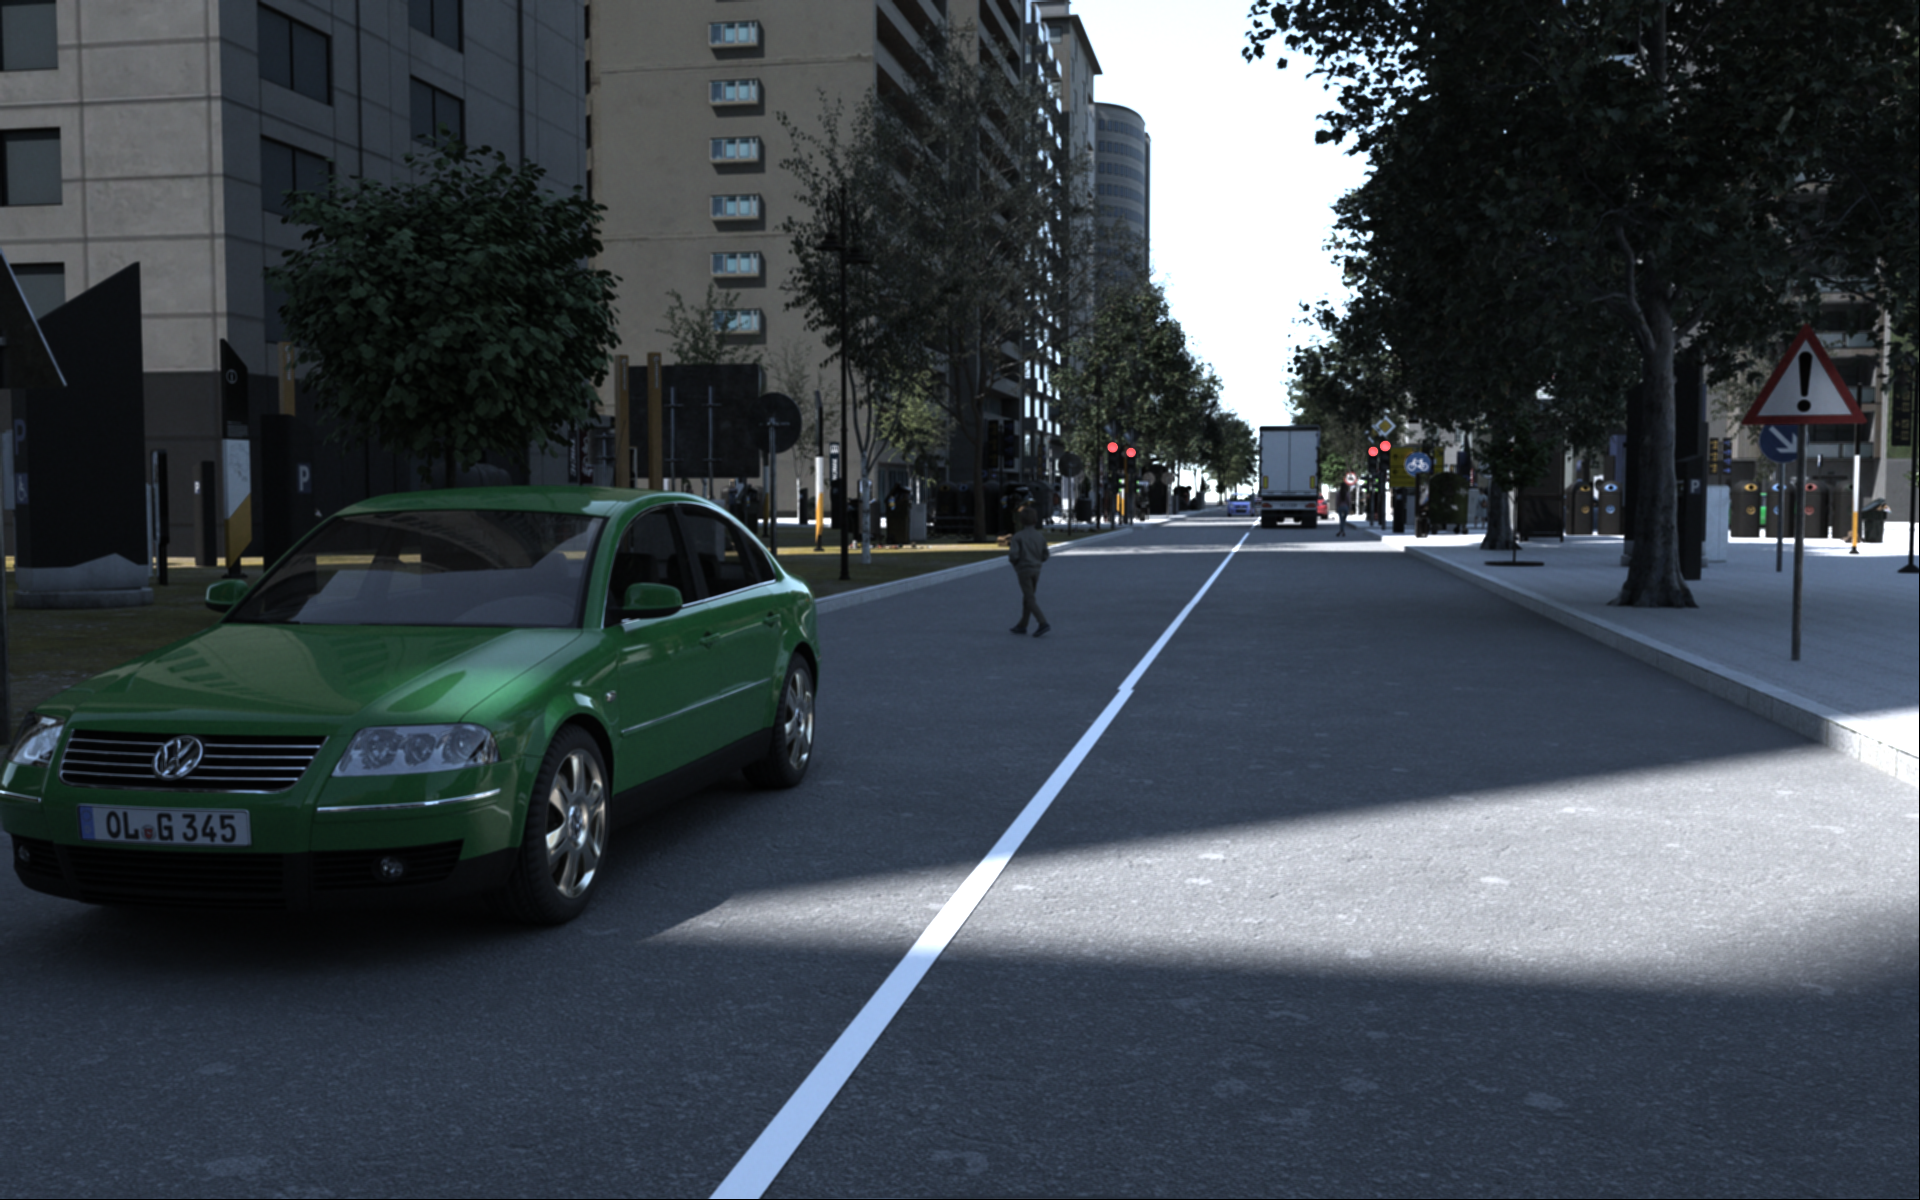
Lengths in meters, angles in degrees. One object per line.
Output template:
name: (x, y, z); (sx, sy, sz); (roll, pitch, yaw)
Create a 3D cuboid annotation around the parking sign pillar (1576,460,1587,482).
parking sign pillar: (35.694, -6.776, 99.254); (1.447, 3.967, 1.447); (2, 4, 35)

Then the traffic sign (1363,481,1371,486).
traffic sign: (27.270, -7.075, 115.674); (0.884, 2.594, 0.081); (1, 4, 12)

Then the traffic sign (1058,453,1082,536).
traffic sign: (3.385, -3.263, 53.456); (0.768, 2.556, 0.104); (1, 4, 13)

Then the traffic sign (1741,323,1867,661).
traffic sign: (6.451, -0.813, 13.294); (0.884, 2.594, 0.081); (1, 4, 14)

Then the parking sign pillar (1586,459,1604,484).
parking sign pillar: (21.862, -4.203, 57.186); (1.447, 3.967, 1.447); (-2, 4, -29)

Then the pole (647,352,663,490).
pole: (-4.404, -1.908, 25.044); (0.158, 3.312, 0.155); (0, 3, 0)

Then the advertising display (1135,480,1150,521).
advertising display: (8.577, -4.660, 81.408); (0.123, 1.923, 0.974); (3, 5, 42)

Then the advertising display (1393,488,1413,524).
advertising display: (18.959, -4.202, 73.919); (0.974, 1.923, 0.123); (-1, 4, -13)

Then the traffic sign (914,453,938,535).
traffic sign: (-1.058, -3.270, 53.570); (0.768, 2.556, 0.104); (1, 4, 12)

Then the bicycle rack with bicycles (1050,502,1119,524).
bicycle rack with bicycles: (5.297, -3.789, 75.327); (2.925, 0.926, 2.852); (1, 4, 18)

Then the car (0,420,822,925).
car: (-1.888, 0.093, 7.277); (1.959, 1.807, 4.718); (1, 4, 10)

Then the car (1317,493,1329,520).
car: (20.026, -5.497, 98.910); (2.155, 1.783, 4.494); (1, 4, 9)

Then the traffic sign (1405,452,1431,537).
traffic sign: (13.775, -3.184, 52.169); (0.768, 2.556, 0.104); (1, 4, 14)

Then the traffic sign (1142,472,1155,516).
traffic sign: (10.931, -6.138, 100.458); (0.768, 2.556, 0.104); (1, 4, 20)

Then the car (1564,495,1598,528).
car: (23.495, -3.244, 65.045); (4.499, 1.417, 2.014); (1, 4, 10)

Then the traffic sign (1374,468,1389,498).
traffic sign: (19.055, -4.804, 78.550); (0.884, 2.594, 0.081); (1, 4, 13)

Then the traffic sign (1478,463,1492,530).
traffic sign: (17.810, -3.559, 58.303); (0.768, 2.556, 0.104); (1, 4, 16)

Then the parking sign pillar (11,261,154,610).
parking sign pillar: (-10.069, -1.917, 19.811); (1.447, 3.967, 1.447); (3, 5, 41)

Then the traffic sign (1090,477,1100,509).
traffic sign: (8.117, -6.228, 103.952); (0.606, 2.300, 0.079); (1, 4, 18)

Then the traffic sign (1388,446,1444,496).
traffic sign: (19.314, -4.861, 73.346); (2.265, 3.308, 0.079); (1, 4, 17)

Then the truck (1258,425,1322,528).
truck: (14.488, -5.331, 76.070); (2.839, 4.237, 11.283); (1, 4, 11)

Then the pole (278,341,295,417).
pole: (-9.030, -1.801, 23.294); (0.158, 3.312, 0.155); (0, 3, 0)

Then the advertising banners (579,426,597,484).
advertising banners: (-10.373, -2.995, 45.153); (2.074, 3.025, 0.090); (1, 4, 17)

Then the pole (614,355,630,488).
pole: (-4.969, -1.937, 25.510); (0.158, 3.312, 0.155); (0, 3, 0)

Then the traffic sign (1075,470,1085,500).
traffic sign: (5.654, -5.113, 83.706); (0.768, 2.556, 0.104); (1, 4, 12)

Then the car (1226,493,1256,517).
car: (17.955, -6.183, 110.678); (1.945, 1.707, 3.694); (1, 4, 9)

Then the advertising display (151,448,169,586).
advertising display: (-11.344, -1.184, 24.571); (0.123, 1.923, 0.974); (-2, 4, -30)

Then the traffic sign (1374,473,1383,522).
traffic sign: (19.495, -4.862, 80.675); (0.795, 2.450, 0.064); (1, 4, 16)

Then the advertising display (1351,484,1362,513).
advertising display: (26.436, -6.777, 116.020); (0.974, 1.923, 0.123); (1, 4, 12)

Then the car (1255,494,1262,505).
car: (34.365, -11.678, 199.974); (2.155, 1.783, 4.494); (1, 4, 10)

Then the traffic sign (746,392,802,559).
traffic sign: (-2.341, -1.321, 21.704); (0.768, 2.556, 0.104); (1, 4, 19)

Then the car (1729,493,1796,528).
car: (28.723, -3.329, 63.232); (4.718, 1.807, 1.959); (1, 4, 8)

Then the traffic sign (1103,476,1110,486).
traffic sign: (9.322, -6.772, 111.912); (0.795, 2.450, 0.064); (1, 4, 11)

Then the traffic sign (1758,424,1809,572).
traffic sign: (13.540, -1.740, 28.552); (0.768, 2.556, 0.104); (1, 4, 11)

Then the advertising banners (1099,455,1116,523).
advertising banners: (6.610, -5.020, 78.265); (0.090, 3.025, 2.074); (1, 4, 23)

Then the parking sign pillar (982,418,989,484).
parking sign pillar: (0.783, -4.446, 61.163); (1.447, 3.967, 1.447); (0, 4, -1)

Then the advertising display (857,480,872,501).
advertising display: (-4.264, -4.429, 77.620); (0.123, 1.923, 0.974); (2, 4, 32)

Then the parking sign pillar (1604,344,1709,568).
parking sign pillar: (12.474, -2.575, 30.580); (1.447, 3.967, 1.447); (-3, 5, -43)

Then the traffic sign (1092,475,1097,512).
traffic sign: (8.344, -6.463, 105.779); (0.768, 2.556, 0.104); (1, 4, 18)

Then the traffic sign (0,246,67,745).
traffic sign: (-4.899, -0.538, 8.803); (0.884, 2.594, 0.081); (1, 4, 19)

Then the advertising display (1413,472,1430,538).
advertising display: (13.543, -2.784, 50.730); (0.123, 1.923, 0.974); (2, 4, 32)

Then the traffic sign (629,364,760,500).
traffic sign: (-4.224, -2.046, 27.320); (2.265, 3.308, 0.079); (1, 4, 15)

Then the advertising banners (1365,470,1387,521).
advertising banners: (19.870, -5.285, 82.604); (0.090, 3.025, 2.074); (-1, 4, -15)

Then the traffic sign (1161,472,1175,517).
traffic sign: (11.784, -6.005, 98.283); (0.768, 2.556, 0.104); (1, 4, 13)

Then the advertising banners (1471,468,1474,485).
advertising banners: (35.143, -7.376, 116.786); (2.074, 3.025, 0.090); (1, 4, 19)

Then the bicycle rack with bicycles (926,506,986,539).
bicycle rack with bicycles: (-0.573, -2.221, 49.699); (2.925, 0.926, 2.852); (-1, 4, -15)

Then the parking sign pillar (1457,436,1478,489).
parking sign pillar: (22.791, -5.495, 78.314); (1.447, 3.967, 1.447); (1, 4, 8)

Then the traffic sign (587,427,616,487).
traffic sign: (-5.394, -1.481, 26.345); (0.606, 2.300, 0.079); (1, 4, 15)

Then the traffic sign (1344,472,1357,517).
traffic sign: (22.262, -6.032, 98.724); (0.768, 2.556, 0.104); (1, 4, 15)

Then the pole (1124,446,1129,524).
pole: (7.059, -4.871, 73.476); (0.158, 3.312, 0.155); (0, 3, 0)
